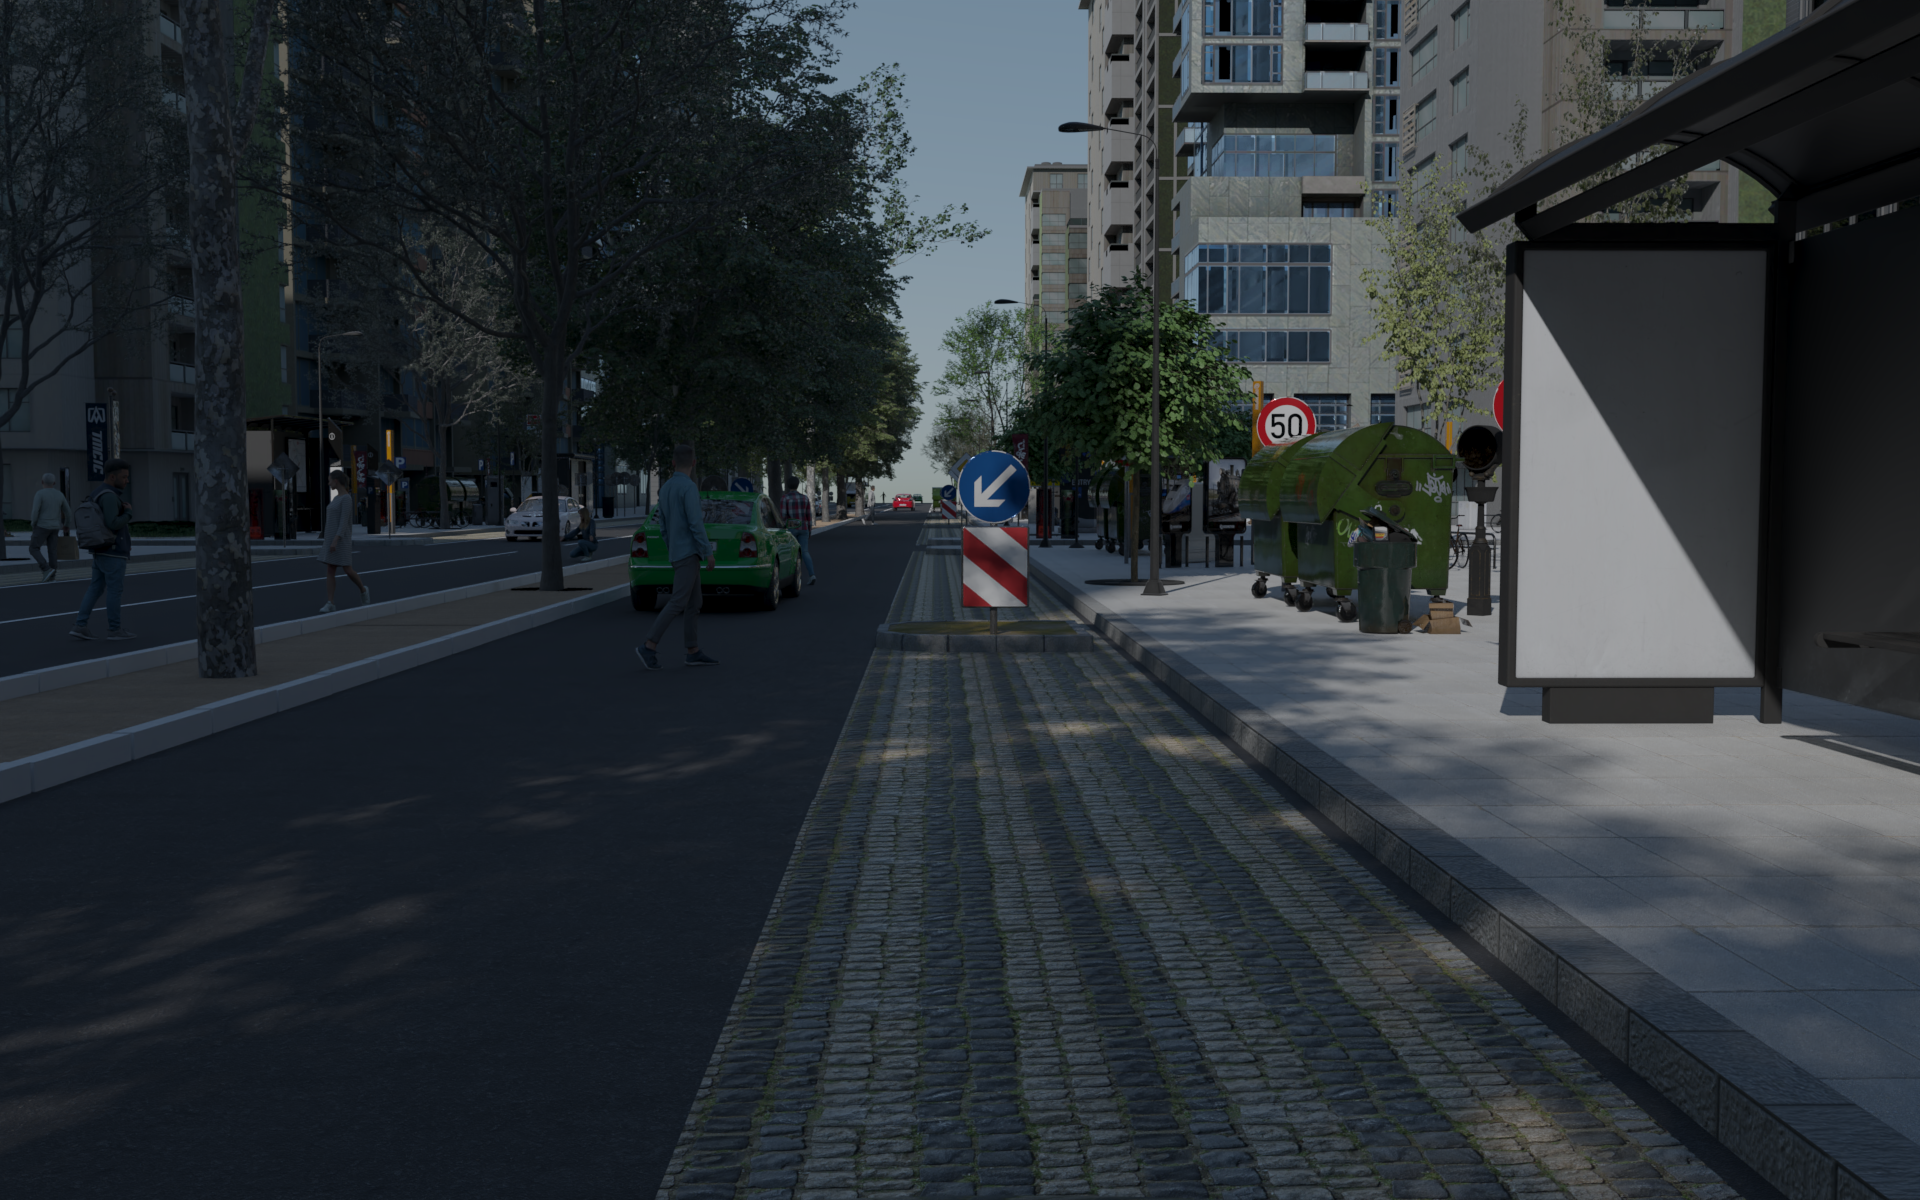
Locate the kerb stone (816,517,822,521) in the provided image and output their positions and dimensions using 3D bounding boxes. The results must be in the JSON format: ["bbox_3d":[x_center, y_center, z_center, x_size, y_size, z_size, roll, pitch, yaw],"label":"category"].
[{"bbox_3d":[-7.813,-4.534,96.434,0.120,0.150,1.000,0,4,-1],"label":"kerb stone"}]

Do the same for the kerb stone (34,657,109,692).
[{"bbox_3d":[-6.673,0.566,12.934,0.120,0.150,1.000,0,4,-1],"label":"kerb stone"}]

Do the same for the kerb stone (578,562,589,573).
[{"bbox_3d":[-6.924,-0.562,31.383,0.120,0.150,1.000,0,4,-1],"label":"kerb stone"}]

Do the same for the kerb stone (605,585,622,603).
[{"bbox_3d":[-4.704,-0.059,23.170,0.120,0.150,1.000,0,4,-1],"label":"kerb stone"}]

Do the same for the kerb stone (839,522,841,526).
[{"bbox_3d":[-5.437,-3.291,76.006,0.120,0.150,1.000,0,4,-1],"label":"kerb stone"}]

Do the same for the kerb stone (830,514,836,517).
[{"bbox_3d":[-7.989,-5.294,108.760,0.120,0.150,1.000,0,4,-1],"label":"kerb stone"}]

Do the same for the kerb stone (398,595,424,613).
[{"bbox_3d":[-6.779,0.065,21.131,0.120,0.150,1.000,0,4,-1],"label":"kerb stone"}]

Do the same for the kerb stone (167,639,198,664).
[{"bbox_3d":[-6.693,0.443,14.978,0.120,0.150,1.000,0,4,-1],"label":"kerb stone"}]

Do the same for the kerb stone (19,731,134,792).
[{"bbox_3d":[-4.513,0.824,8.817,0.120,0.150,1.000,0,4,-1],"label":"kerb stone"}]

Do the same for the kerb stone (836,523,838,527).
[{"bbox_3d":[-5.402,-3.166,73.961,0.120,0.150,1.000,0,4,-1],"label":"kerb stone"}]

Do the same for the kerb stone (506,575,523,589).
[{"bbox_3d":[-6.850,-0.248,26.253,0.120,0.150,1.000,0,4,-1],"label":"kerb stone"}]

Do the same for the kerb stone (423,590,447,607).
[{"bbox_3d":[-6.800,0.003,22.153,0.120,0.150,1.000,0,4,-1],"label":"kerb stone"}]

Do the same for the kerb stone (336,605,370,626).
[{"bbox_3d":[-6.754,0.191,19.079,0.120,0.150,1.000,0,4,-1],"label":"kerb stone"}]

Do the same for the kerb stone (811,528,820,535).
[{"bbox_3d":[-5.248,-2.476,62.678,0.120,0.150,1.000,0,4,-1],"label":"kerb stone"}]

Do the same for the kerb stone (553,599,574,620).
[{"bbox_3d":[-4.668,0.129,20.094,0.120,0.150,1.000,0,4,-1],"label":"kerb stone"}]

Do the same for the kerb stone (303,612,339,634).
[{"bbox_3d":[-6.735,0.257,18.057,0.120,0.150,1.000,0,4,-1],"label":"kerb stone"}]

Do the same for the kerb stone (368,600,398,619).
[{"bbox_3d":[-6.770,0.128,20.103,0.120,0.150,1.000,0,4,-1],"label":"kerb stone"}]

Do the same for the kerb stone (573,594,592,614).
[{"bbox_3d":[-4.672,0.066,21.116,0.120,0.150,1.000,0,4,-1],"label":"kerb stone"}]

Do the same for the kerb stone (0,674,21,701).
[{"bbox_3d":[-6.656,0.633,11.911,0.120,0.150,1.000,0,4,-1],"label":"kerb stone"}]

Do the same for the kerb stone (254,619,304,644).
[{"bbox_3d":[-6.726,0.316,17.033,0.120,0.150,1.000,0,4,-1],"label":"kerb stone"}]

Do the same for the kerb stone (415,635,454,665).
[{"bbox_3d":[-4.594,0.444,14.972,0.120,0.150,1.000,0,4,-1],"label":"kerb stone"}]

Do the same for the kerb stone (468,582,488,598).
[{"bbox_3d":[-6.819,-0.123,24.209,0.120,0.150,1.000,0,4,-1],"label":"kerb stone"}]

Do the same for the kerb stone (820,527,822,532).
[{"bbox_3d":[-5.261,-2.535,63.718,0.120,0.150,1.000,0,4,-1],"label":"kerb stone"}]

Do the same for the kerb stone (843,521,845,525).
[{"bbox_3d":[-5.475,-3.480,79.092,0.120,0.150,1.000,0,4,-1],"label":"kerb stone"}]

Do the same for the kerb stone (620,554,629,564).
[{"bbox_3d":[-6.980,-0.812,35.478,0.120,0.150,1.000,0,4,-1],"label":"kerb stone"}]

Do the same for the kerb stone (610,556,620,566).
[{"bbox_3d":[-6.958,-0.749,34.456,0.120,0.150,1.000,0,4,-1],"label":"kerb stone"}]

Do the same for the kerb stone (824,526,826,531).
[{"bbox_3d":[-5.295,-2.662,65.762,0.120,0.150,1.000,0,4,-1],"label":"kerb stone"}]

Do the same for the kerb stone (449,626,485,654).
[{"bbox_3d":[-4.606,0.379,15.996,0.120,0.150,1.000,0,4,-1],"label":"kerb stone"}]

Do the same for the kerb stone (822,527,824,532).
[{"bbox_3d":[-5.278,-2.602,64.740,0.120,0.150,1.000,0,4,-1],"label":"kerb stone"}]

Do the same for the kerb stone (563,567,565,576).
[{"bbox_3d":[-6.897,-0.436,29.328,0.120,0.150,1.000,0,4,-1],"label":"kerb stone"}]

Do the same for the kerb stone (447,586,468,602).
[{"bbox_3d":[-6.810,-0.060,23.178,0.120,0.150,1.000,0,4,-1],"label":"kerb stone"}]

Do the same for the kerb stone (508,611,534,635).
[{"bbox_3d":[-4.642,0.254,18.050,0.120,0.150,1.000,0,4,-1],"label":"kerb stone"}]

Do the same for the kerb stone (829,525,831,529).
[{"bbox_3d":[-5.335,-2.849,68.833,0.120,0.150,1.000,0,4,-1],"label":"kerb stone"}]

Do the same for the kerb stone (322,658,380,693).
[{"bbox_3d":[-4.569,0.571,12.920,0.120,0.150,1.000,0,4,-1],"label":"kerb stone"}]

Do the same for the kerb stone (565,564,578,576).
[{"bbox_3d":[-6.912,-0.499,30.358,0.120,0.150,1.000,0,4,-1],"label":"kerb stone"}]

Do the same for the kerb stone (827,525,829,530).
[{"bbox_3d":[-5.318,-2.790,67.807,0.120,0.150,1.000,0,4,-1],"label":"kerb stone"}]

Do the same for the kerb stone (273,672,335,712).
[{"bbox_3d":[-4.545,0.637,11.889,0.120,0.150,1.000,0,4,-1],"label":"kerb stone"}]

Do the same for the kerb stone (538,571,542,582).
[{"bbox_3d":[-6.878,-0.373,28.301,0.120,0.150,1.000,0,4,-1],"label":"kerb stone"}]

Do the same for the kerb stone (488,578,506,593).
[{"bbox_3d":[-6.836,-0.186,25.231,0.120,0.150,1.000,0,4,-1],"label":"kerb stone"}]

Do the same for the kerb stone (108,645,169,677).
[{"bbox_3d":[-6.678,0.506,13.956,0.120,0.150,1.000,0,4,-1],"label":"kerb stone"}]

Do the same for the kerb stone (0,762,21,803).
[{"bbox_3d":[-4.504,0.882,7.795,0.120,0.150,1.000,0,4,-1],"label":"kerb stone"}]

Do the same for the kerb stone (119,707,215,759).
[{"bbox_3d":[-4.522,0.759,9.843,0.120,0.150,1.000,0,4,-1],"label":"kerb stone"}]

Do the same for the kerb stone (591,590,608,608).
[{"bbox_3d":[-4.692,0.003,22.144,0.120,0.150,1.000,0,4,-1],"label":"kerb stone"}]

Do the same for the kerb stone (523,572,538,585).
[{"bbox_3d":[-6.866,-0.311,27.279,0.120,0.150,1.000,0,4,-1],"label":"kerb stone"}]

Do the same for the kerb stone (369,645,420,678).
[{"bbox_3d":[-4.580,0.504,13.947,0.120,0.150,1.000,0,4,-1],"label":"kerb stone"}]

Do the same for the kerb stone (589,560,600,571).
[{"bbox_3d":[-6.935,-0.622,32.406,0.120,0.150,1.000,0,4,-1],"label":"kerb stone"}]

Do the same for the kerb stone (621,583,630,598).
[{"bbox_3d":[-4.728,-0.122,24.192,0.120,0.150,1.000,0,4,-1],"label":"kerb stone"}]

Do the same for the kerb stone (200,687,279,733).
[{"bbox_3d":[-4.538,0.693,10.866,0.120,0.150,1.000,0,4,-1],"label":"kerb stone"}]

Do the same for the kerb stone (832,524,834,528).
[{"bbox_3d":[-5.365,-2.978,70.890,0.120,0.150,1.000,0,4,-1],"label":"kerb stone"}]

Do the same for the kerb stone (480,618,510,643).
[{"bbox_3d":[-4.629,0.317,17.018,0.120,0.150,1.000,0,4,-1],"label":"kerb stone"}]

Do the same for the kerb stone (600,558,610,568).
[{"bbox_3d":[-6.953,-0.686,33.429,0.120,0.150,1.000,0,4,-1],"label":"kerb stone"}]

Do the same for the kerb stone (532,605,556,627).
[{"bbox_3d":[-4.649,0.191,19.072,0.120,0.150,1.000,0,4,-1],"label":"kerb stone"}]
